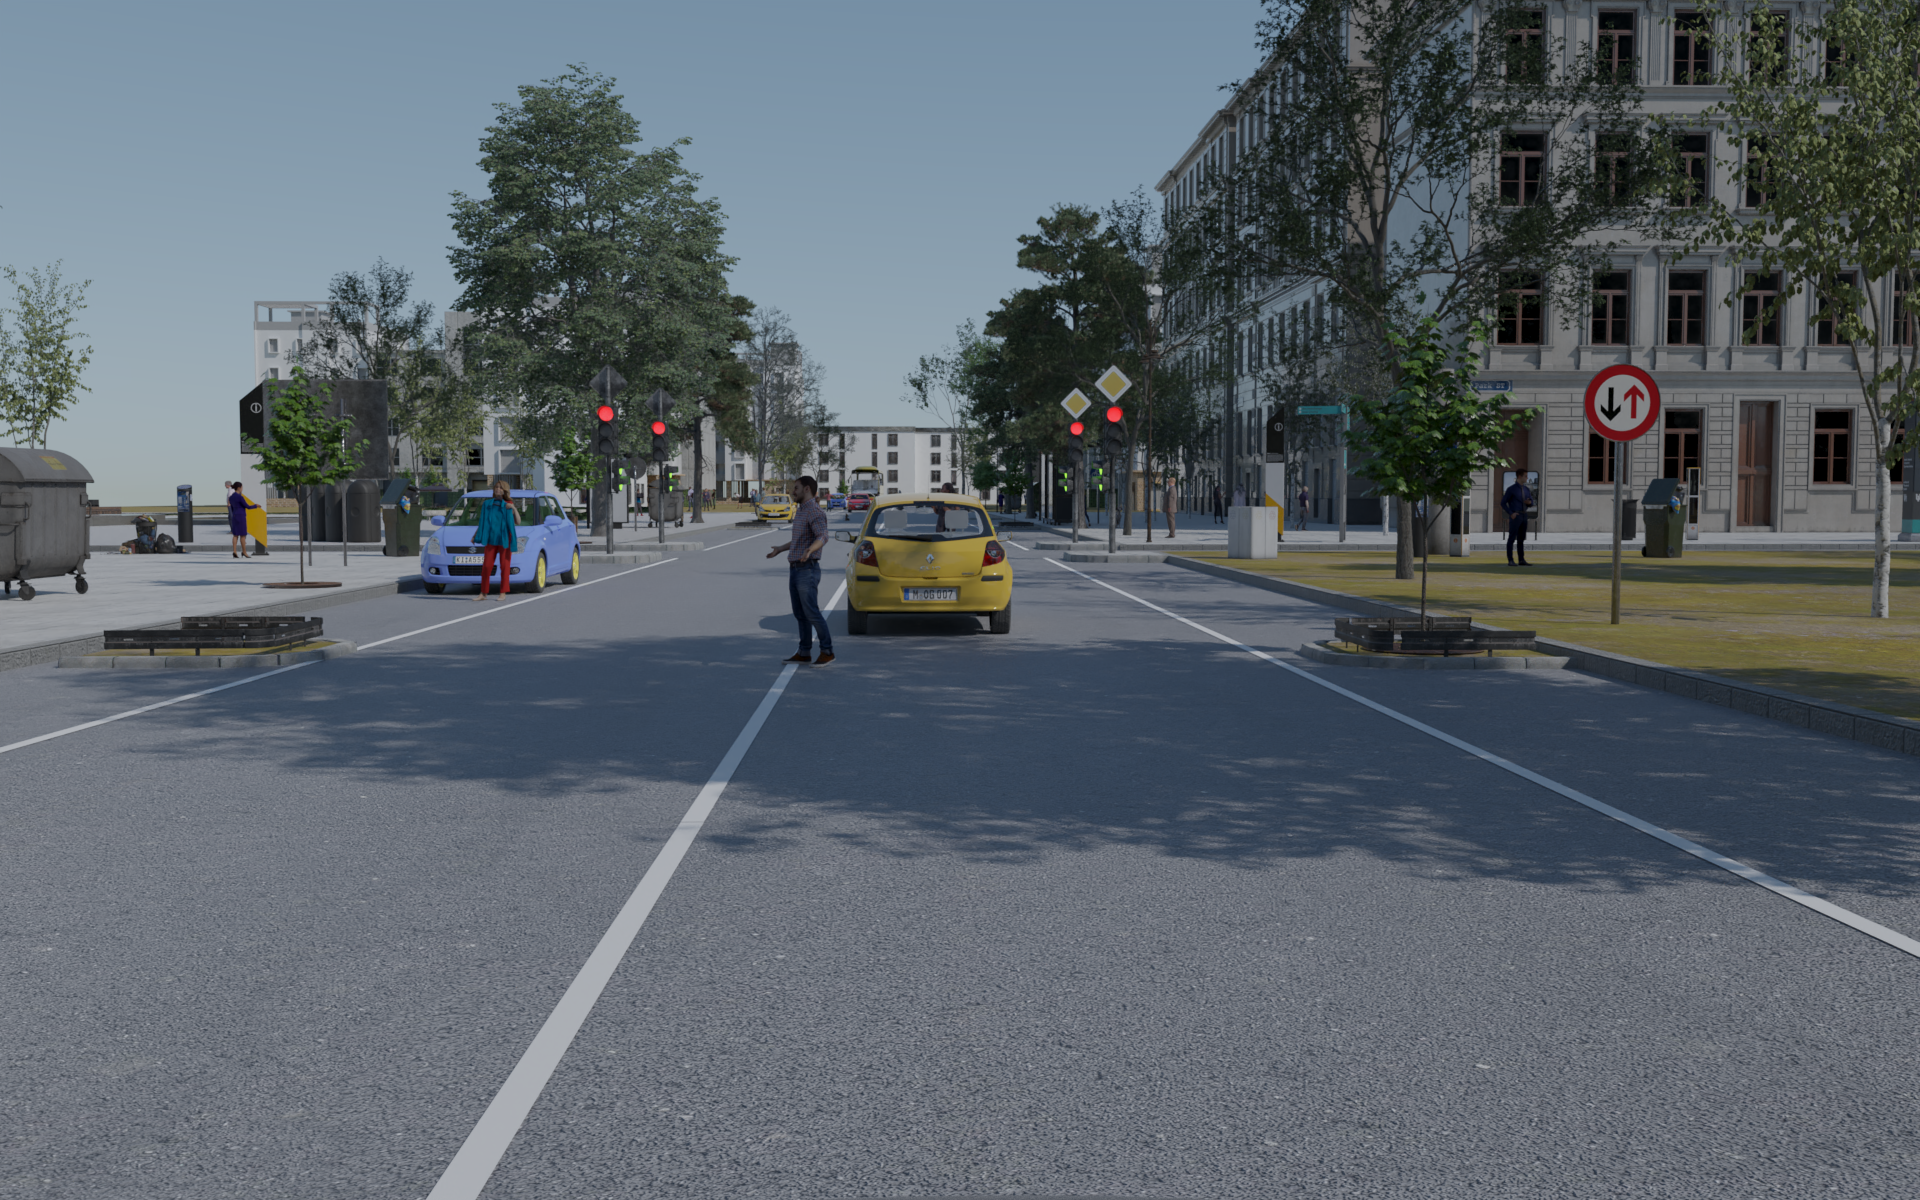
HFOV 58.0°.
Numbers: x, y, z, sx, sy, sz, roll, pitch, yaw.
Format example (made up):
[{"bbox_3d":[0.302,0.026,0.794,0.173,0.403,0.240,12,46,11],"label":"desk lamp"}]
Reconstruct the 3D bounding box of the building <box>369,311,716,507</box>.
[{"bbox_3d":[-41.665,-18.964,176.515,31.486,18.905,16.747,0,4,-2],"label":"building"}]

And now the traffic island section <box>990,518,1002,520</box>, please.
[{"bbox_3d":[1.332,-4.537,97.043,1.991,0.108,1.994,0,4,-2],"label":"traffic island section"}]

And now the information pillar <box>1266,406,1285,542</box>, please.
[{"bbox_3d":[8.419,-3.355,46.214,0.504,3.616,0.183,1,4,15],"label":"information pillar"}]

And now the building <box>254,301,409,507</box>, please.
[{"bbox_3d":[-63.238,-19.563,176.271,11.380,20.091,16.016,0,4,-2],"label":"building"}]

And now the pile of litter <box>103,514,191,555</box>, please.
[{"bbox_3d":[-17.513,-1.423,37.229,1.719,0.858,1.176,0,4,-7],"label":"pile of litter"}]

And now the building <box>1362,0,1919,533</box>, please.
[{"bbox_3d":[26.249,-13.799,61.774,21.152,22.565,11.583,0,4,-2],"label":"building"}]

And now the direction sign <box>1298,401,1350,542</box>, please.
[{"bbox_3d":[9.832,-3.551,46.828,1.411,3.948,2.525,1,4,17],"label":"direction sign"}]

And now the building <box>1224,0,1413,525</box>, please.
[{"bbox_3d":[21.064,-17.486,83.151,12.463,27.353,25.104,0,4,-2],"label":"building"}]

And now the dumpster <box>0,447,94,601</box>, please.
[{"bbox_3d":[-11.755,-0.960,21.457,1.264,1.857,1.865,0,4,-2],"label":"dumpster"}]

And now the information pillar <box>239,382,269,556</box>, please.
[{"bbox_3d":[-14.671,-2.730,35.988,0.504,3.616,0.183,-1,4,-18],"label":"information pillar"}]

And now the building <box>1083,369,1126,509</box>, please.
[{"bbox_3d":[21.033,-17.924,159.508,16.747,18.905,31.486,0,4,-2],"label":"building"}]

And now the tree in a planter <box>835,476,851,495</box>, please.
[{"bbox_3d":[-11.771,-10.830,174.292,1.991,3.239,1.994,0,4,-2],"label":"tree in a planter"}]

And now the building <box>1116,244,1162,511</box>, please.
[{"bbox_3d":[20.663,-17.173,137.206,16.016,20.091,11.380,0,4,-2],"label":"building"}]

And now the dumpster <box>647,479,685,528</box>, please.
[{"bbox_3d":[-11.243,-3.691,66.100,1.264,1.857,1.865,0,4,-2],"label":"dumpster"}]

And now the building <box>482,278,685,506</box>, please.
[{"bbox_3d":[-32.849,-18.156,153.272,16.016,20.091,11.380,0,4,-2],"label":"building"}]

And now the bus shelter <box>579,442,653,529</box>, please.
[{"bbox_3d":[-13.036,-4.414,66.087,2.014,3.302,5.546,0,4,-2],"label":"bus shelter"}]

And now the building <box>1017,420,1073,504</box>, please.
[{"bbox_3d":[24.303,-23.609,229.976,32.646,21.610,27.936,0,4,-2],"label":"building"}]

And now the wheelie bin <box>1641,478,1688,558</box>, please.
[{"bbox_3d":[14.224,-1.658,35.012,0.693,1.594,0.980,-2,4,-30],"label":"wheelie bin"}]

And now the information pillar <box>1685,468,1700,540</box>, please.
[{"bbox_3d":[20.384,-2.672,48.183,0.304,2.012,0.304,1,4,14],"label":"information pillar"}]

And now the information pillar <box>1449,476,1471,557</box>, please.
[{"bbox_3d":[10.203,-1.886,35.331,0.304,2.012,0.304,-3,5,-42],"label":"information pillar"}]

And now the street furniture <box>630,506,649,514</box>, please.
[{"bbox_3d":[-24.644,-6.106,115.462,10.072,0.657,5.734,-1,4,-16],"label":"street furniture"}]

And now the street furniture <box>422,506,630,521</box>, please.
[{"bbox_3d":[-21.594,-4.254,85.177,10.072,0.657,5.734,-1,4,-9],"label":"street furniture"}]

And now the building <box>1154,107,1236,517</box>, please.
[{"bbox_3d":[20.029,-19.028,108.378,12.463,27.353,25.104,0,4,-2],"label":"building"}]

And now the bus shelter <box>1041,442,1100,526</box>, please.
[{"bbox_3d":[4.462,-5.902,74.131,2.179,5.291,8.768,0,4,-2],"label":"bus shelter"}]

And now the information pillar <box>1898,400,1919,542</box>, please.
[{"bbox_3d":[25.823,-3.497,46.549,0.750,3.857,0.750,0,4,4],"label":"information pillar"}]

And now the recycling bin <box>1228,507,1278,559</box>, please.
[{"bbox_3d":[5.819,-1.338,34.437,0.722,1.027,0.722,-2,4,-33],"label":"recycling bin"}]

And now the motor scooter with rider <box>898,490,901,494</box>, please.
[{"bbox_3d":[-4.487,-7.466,131.035,0.876,1.779,1.986,0,4,-1],"label":"motor scooter with rider"}]

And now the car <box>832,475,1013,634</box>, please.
[{"bbox_3d":[-0.386,-0.545,19.139,2.015,1.641,3.980,0,4,-3],"label":"car"}]

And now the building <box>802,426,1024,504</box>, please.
[{"bbox_3d":[-5.750,-16.934,219.017,28.070,9.664,9.099,0,4,-2],"label":"building"}]

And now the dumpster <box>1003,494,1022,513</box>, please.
[{"bbox_3d":[3.573,-6.787,116.721,1.264,1.857,1.865,0,4,-2],"label":"dumpster"}]

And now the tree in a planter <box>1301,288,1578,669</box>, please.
[{"bbox_3d":[4.058,-1.091,15.065,1.991,3.239,1.994,0,4,-2],"label":"tree in a planter"}]

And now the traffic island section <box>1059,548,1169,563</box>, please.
[{"bbox_3d":[3.312,-0.930,37.482,2.009,0.180,2.903,0,4,-2],"label":"traffic island section"}]

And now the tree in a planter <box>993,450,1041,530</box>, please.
[{"bbox_3d":[2.229,-4.452,70.018,1.991,3.239,1.994,0,4,-2],"label":"tree in a planter"}]

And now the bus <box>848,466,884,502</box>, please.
[{"bbox_3d":[-8.258,-9.977,154.671,2.896,3.916,12.252,0,4,-1],"label":"bus"}]

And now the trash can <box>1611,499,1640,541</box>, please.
[{"bbox_3d":[18.401,-2.220,47.945,0.748,1.137,0.748,0,3,0],"label":"trash can"}]

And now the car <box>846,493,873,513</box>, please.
[{"bbox_3d":[-7.798,-7.677,134.560,2.155,1.783,4.494,0,4,-2],"label":"car"}]

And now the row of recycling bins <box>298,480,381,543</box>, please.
[{"bbox_3d":[-16.779,-2.423,46.723,3.534,1.692,1.069,3,5,43],"label":"row of recycling bins"}]

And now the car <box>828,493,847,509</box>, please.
[{"bbox_3d":[-11.546,-9.389,163.102,1.945,1.707,3.694,0,4,-1],"label":"car"}]

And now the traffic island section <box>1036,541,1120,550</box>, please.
[{"bbox_3d":[3.047,-1.418,45.463,2.009,0.180,2.903,0,4,-2],"label":"traffic island section"}]

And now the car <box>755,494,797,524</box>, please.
[{"bbox_3d":[-9.006,-4.589,85.255,2.015,1.641,3.980,0,4,-1],"label":"car"}]

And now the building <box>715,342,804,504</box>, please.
[{"bbox_3d":[-26.091,-22.384,222.401,11.380,20.091,16.016,0,4,-2],"label":"building"}]

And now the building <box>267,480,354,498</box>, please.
[{"bbox_3d":[-73.938,-16.861,217.824,28.070,9.664,9.099,0,4,-2],"label":"building"}]

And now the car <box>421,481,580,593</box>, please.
[{"bbox_3d":[-6.897,-1.014,26.164,1.945,1.707,3.694,0,4,-1],"label":"car"}]

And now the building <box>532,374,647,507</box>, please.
[{"bbox_3d":[-28.672,-11.736,134.031,9.099,9.664,28.070,0,4,-2],"label":"building"}]

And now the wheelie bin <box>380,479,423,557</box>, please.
[{"bbox_3d":[-11.477,-1.695,35.624,0.980,1.594,0.693,3,5,40],"label":"wheelie bin"}]
